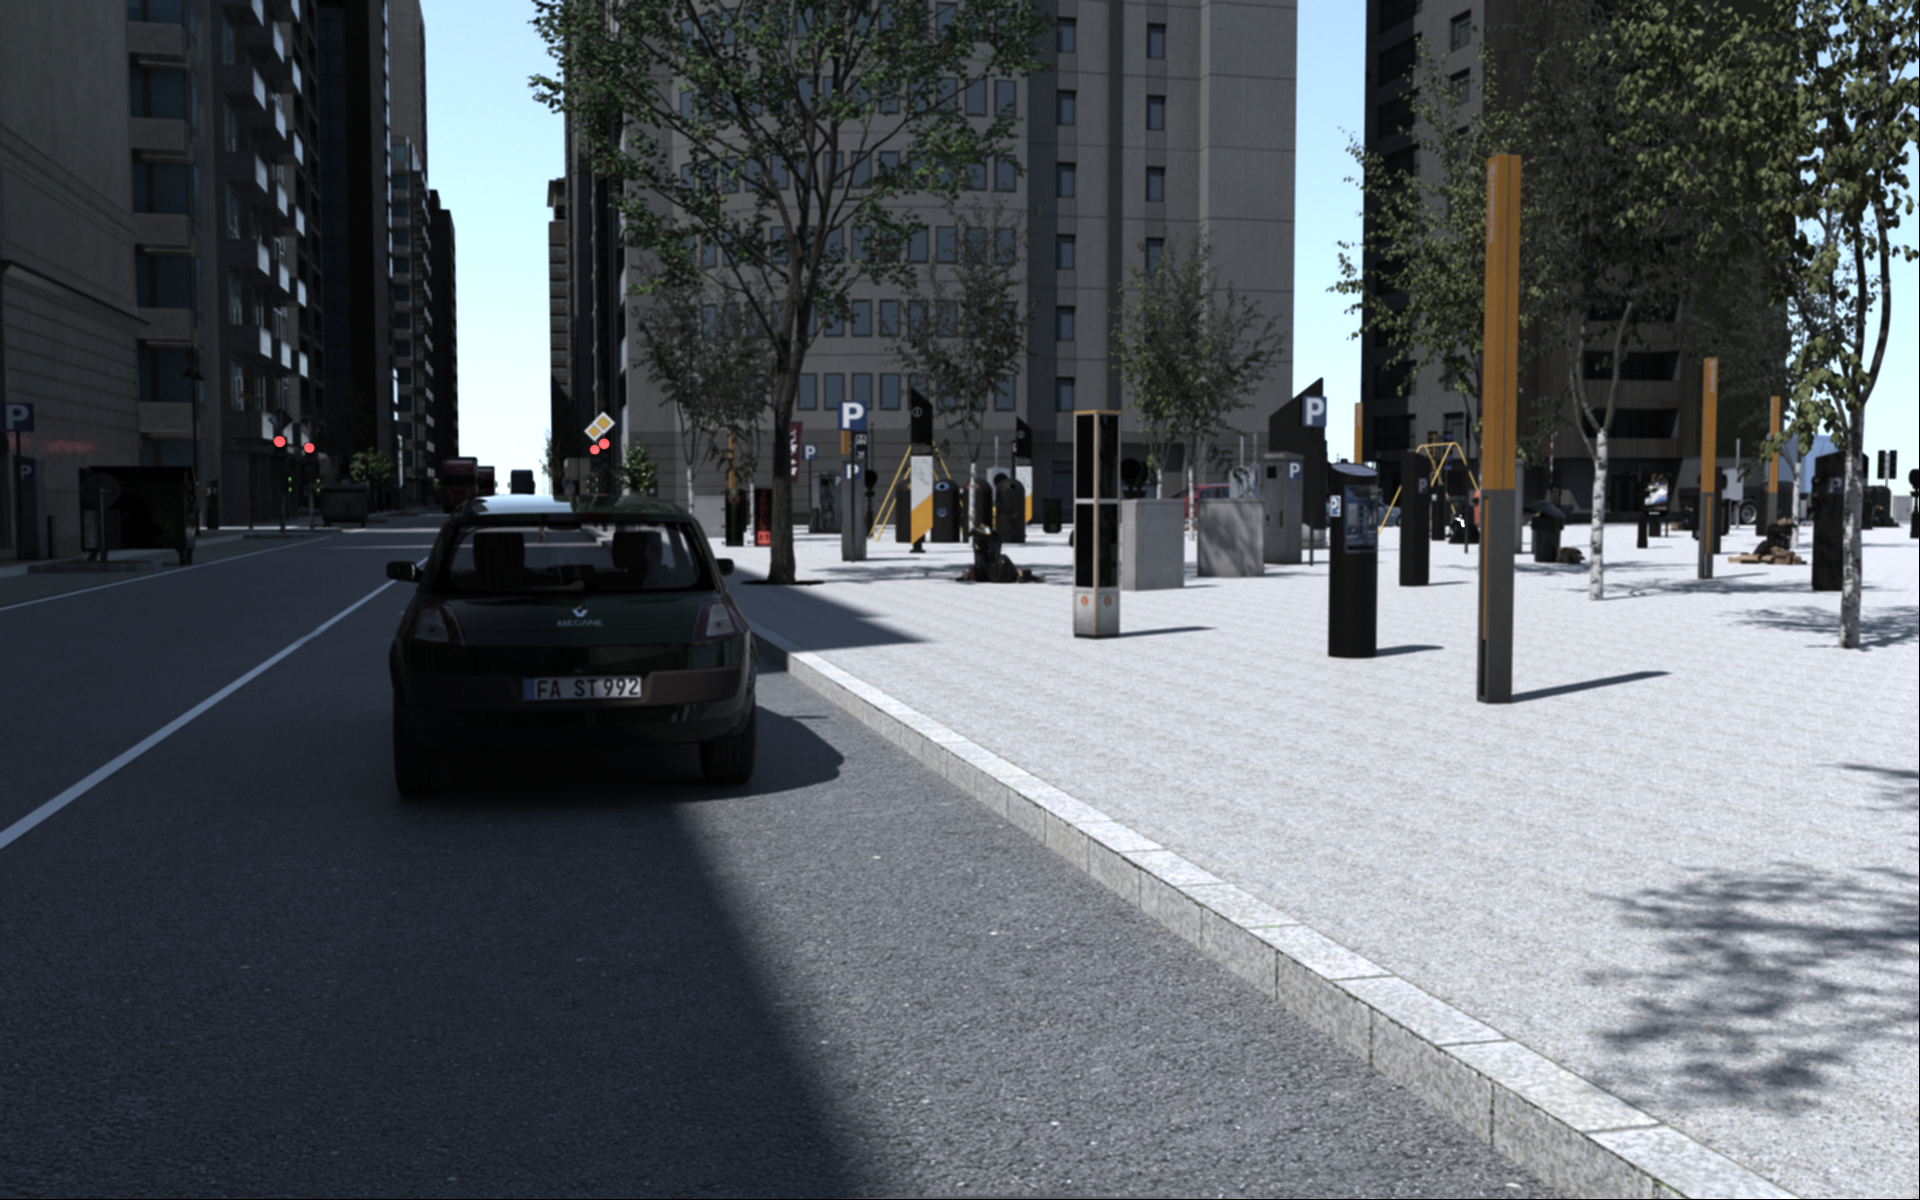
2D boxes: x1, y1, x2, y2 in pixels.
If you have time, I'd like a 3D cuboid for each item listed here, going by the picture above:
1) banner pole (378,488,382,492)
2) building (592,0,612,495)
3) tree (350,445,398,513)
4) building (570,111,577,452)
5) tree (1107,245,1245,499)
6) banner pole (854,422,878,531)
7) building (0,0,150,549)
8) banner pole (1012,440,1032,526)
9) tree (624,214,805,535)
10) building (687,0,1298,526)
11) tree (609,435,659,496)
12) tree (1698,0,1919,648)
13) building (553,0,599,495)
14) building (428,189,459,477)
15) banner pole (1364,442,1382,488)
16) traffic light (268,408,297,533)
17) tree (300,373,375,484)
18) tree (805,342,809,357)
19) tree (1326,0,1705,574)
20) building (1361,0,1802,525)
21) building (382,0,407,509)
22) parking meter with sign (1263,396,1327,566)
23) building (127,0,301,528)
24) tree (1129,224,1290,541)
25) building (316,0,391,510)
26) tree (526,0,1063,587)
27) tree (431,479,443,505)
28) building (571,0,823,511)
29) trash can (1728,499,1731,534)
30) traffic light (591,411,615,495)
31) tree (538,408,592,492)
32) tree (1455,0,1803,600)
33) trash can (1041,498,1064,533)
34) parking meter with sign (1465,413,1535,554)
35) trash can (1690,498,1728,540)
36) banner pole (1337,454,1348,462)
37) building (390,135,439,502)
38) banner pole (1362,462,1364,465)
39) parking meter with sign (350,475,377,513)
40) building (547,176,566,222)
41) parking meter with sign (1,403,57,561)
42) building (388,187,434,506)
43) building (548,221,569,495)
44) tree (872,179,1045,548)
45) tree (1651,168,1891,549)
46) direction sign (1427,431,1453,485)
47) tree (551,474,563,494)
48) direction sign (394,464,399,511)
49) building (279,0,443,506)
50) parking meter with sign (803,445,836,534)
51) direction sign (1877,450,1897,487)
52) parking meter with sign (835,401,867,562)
[{"bbox_3d":[-43.385,-8.532,129.514,0.863,3.779,0.401,2,4,33],"label":"banner pole"},{"bbox_3d":[-13.692,-20.001,98.715,14.160,30.474,14.107,-1,4,-14],"label":"building"},{"bbox_3d":[-39.338,-8.089,115.967,4.285,4.588,4.351,0,3,0],"label":"tree"},{"bbox_3d":[-34.447,-32.813,186.598,14.600,45.320,14.200,-1,4,-14],"label":"building"},{"bbox_3d":[6.233,-6.236,52.321,4.737,8.622,4.395,0,3,0],"label":"tree"},{"bbox_3d":[-3.295,-4.313,60.538,0.863,3.779,0.401,0,4,2],"label":"banner pole"},{"bbox_3d":[-37.765,-12.852,43.407,30.059,22.955,16.112,-1,4,-14],"label":"building"},{"bbox_3d":[2.514,-4.930,70.627,0.863,3.779,0.401,1,4,10],"label":"banner pole"},{"bbox_3d":[-7.006,-5.834,45.755,4.360,8.622,3.978,0,3,0],"label":"tree"},{"bbox_3d":[-1.710,-32.924,80.308,28.212,58.520,21.231,-1,4,-14],"label":"building"},{"bbox_3d":[-10.762,-3.836,57.327,1.663,3.219,1.824,0,3,0],"label":"tree"},{"bbox_3d":[7.204,-3.910,14.290,4.737,8.622,4.395,0,3,0],"label":"tree"},{"bbox_3d":[-47.388,-49.368,245.423,20.563,71.187,20.611,-1,4,-14],"label":"building"},{"bbox_3d":[-91.378,-39.853,275.295,21.300,48.544,21.600,-1,4,-14],"label":"building"},{"bbox_3d":[19.937,-5.686,82.989,0.863,3.779,0.401,-3,4,-36],"label":"banner pole"},{"bbox_3d":[-22.065,-4.126,56.374,0.839,4.253,0.868,-1,4,-14],"label":"traffic light"},{"bbox_3d":[-37.401,-9.412,104.240,4.360,8.622,3.978,0,3,0],"label":"tree"},{"bbox_3d":[-6.670,-6.309,53.512,4.360,8.622,3.978,0,3,0],"label":"tree"},{"bbox_3d":[8.131,-4.708,27.335,4.737,8.622,4.395,0,3,0],"label":"tree"},{"bbox_3d":[28.357,-18.927,81.155,14.107,30.474,14.160,-1,4,-14],"label":"building"},{"bbox_3d":[-63.519,-51.862,160.617,22.319,86.520,31.000,-1,4,-14],"label":"building"},{"bbox_3d":[5.909,-2.162,31.607,0.543,3.016,1.738,-2,4,-27],"label":"parking meter with sign"},{"bbox_3d":[-41.338,-27.841,74.801,23.786,49.044,30.456,-1,4,-14],"label":"building"},{"bbox_3d":[6.480,-5.917,47.111,4.360,8.622,3.978,0,3,0],"label":"tree"},{"bbox_3d":[-54.370,-30.010,140.777,14.600,45.320,14.200,-1,4,-14],"label":"building"},{"bbox_3d":[-2.361,-6.026,24.274,9.928,11.665,9.643,0,3,0],"label":"tree"},{"bbox_3d":[-65.783,-13.613,217.172,1.663,3.219,1.824,0,3,0],"label":"tree"},{"bbox_3d":[-26.374,-38.180,166.245,21.231,58.520,28.212,-1,4,-14],"label":"building"},{"bbox_3d":[23.399,-2.555,53.427,0.748,1.137,0.748,0,3,0],"label":"trash can"},{"bbox_3d":[-12.116,-4.279,58.883,0.839,4.253,0.868,-1,4,-14],"label":"traffic light"},{"bbox_3d":[-33.391,-12.068,147.679,4.737,8.622,4.395,0,3,0],"label":"tree"},{"bbox_3d":[7.872,-4.311,20.845,4.360,8.622,3.978,0,3,0],"label":"tree"},{"bbox_3d":[3.018,-2.751,56.630,0.748,1.137,0.748,0,3,0],"label":"trash can"},{"bbox_3d":[11.725,-2.497,37.085,1.738,3.016,0.543,1,4,19],"label":"parking meter with sign"},{"bbox_3d":[20.615,-2.221,47.962,0.748,1.137,0.748,0,3,0],"label":"trash can"},{"bbox_3d":[23.680,-7.191,107.588,0.863,3.779,0.401,0,4,-1],"label":"banner pole"},{"bbox_3d":[-82.060,-37.309,229.607,23.786,49.044,30.456,-1,4,-14],"label":"building"},{"bbox_3d":[22.737,-6.561,97.297,0.401,3.779,0.863,3,5,41],"label":"banner pole"},{"bbox_3d":[-41.005,-7.508,119.019,1.738,3.016,0.543,-1,4,-18],"label":"parking meter with sign"},{"bbox_3d":[-52.558,-42.506,284.206,28.713,52.752,27.495,-1,4,-14],"label":"building"},{"bbox_3d":[-18.164,-2.302,33.896,0.543,3.016,1.738,-1,4,-13],"label":"parking meter with sign"},{"bbox_3d":[-74.541,-30.317,187.565,32.217,40.220,23.993,-1,4,-14],"label":"building"},{"bbox_3d":[-54.883,-35.396,262.313,14.154,41.232,14.086,-1,4,-14],"label":"building"},{"bbox_3d":[0.197,-5.540,40.939,4.360,8.622,3.978,0,3,0],"label":"tree"},{"bbox_3d":[19.331,-5.502,40.319,4.360,8.622,3.978,0,3,0],"label":"tree"},{"bbox_3d":[17.268,-4.303,62.358,0.876,3.537,0.379,0,4,7],"label":"direction sign"},{"bbox_3d":[-35.373,-9.757,154.126,1.663,3.219,1.824,0,3,0],"label":"tree"},{"bbox_3d":[-42.654,-8.500,130.967,0.379,3.537,0.876,-2,4,-26],"label":"direction sign"},{"bbox_3d":[-86.428,-49.900,254.113,20.563,71.187,20.611,-1,4,-14],"label":"building"},{"bbox_3d":[-4.215,-3.685,56.509,1.738,3.016,0.543,3,4,37],"label":"parking meter with sign"},{"bbox_3d":[47.896,-5.965,89.524,0.876,3.537,0.379,1,4,14],"label":"direction sign"},{"bbox_3d":[-2.024,-2.264,33.275,0.543,3.016,1.738,0,4,-1],"label":"parking meter with sign"}]
